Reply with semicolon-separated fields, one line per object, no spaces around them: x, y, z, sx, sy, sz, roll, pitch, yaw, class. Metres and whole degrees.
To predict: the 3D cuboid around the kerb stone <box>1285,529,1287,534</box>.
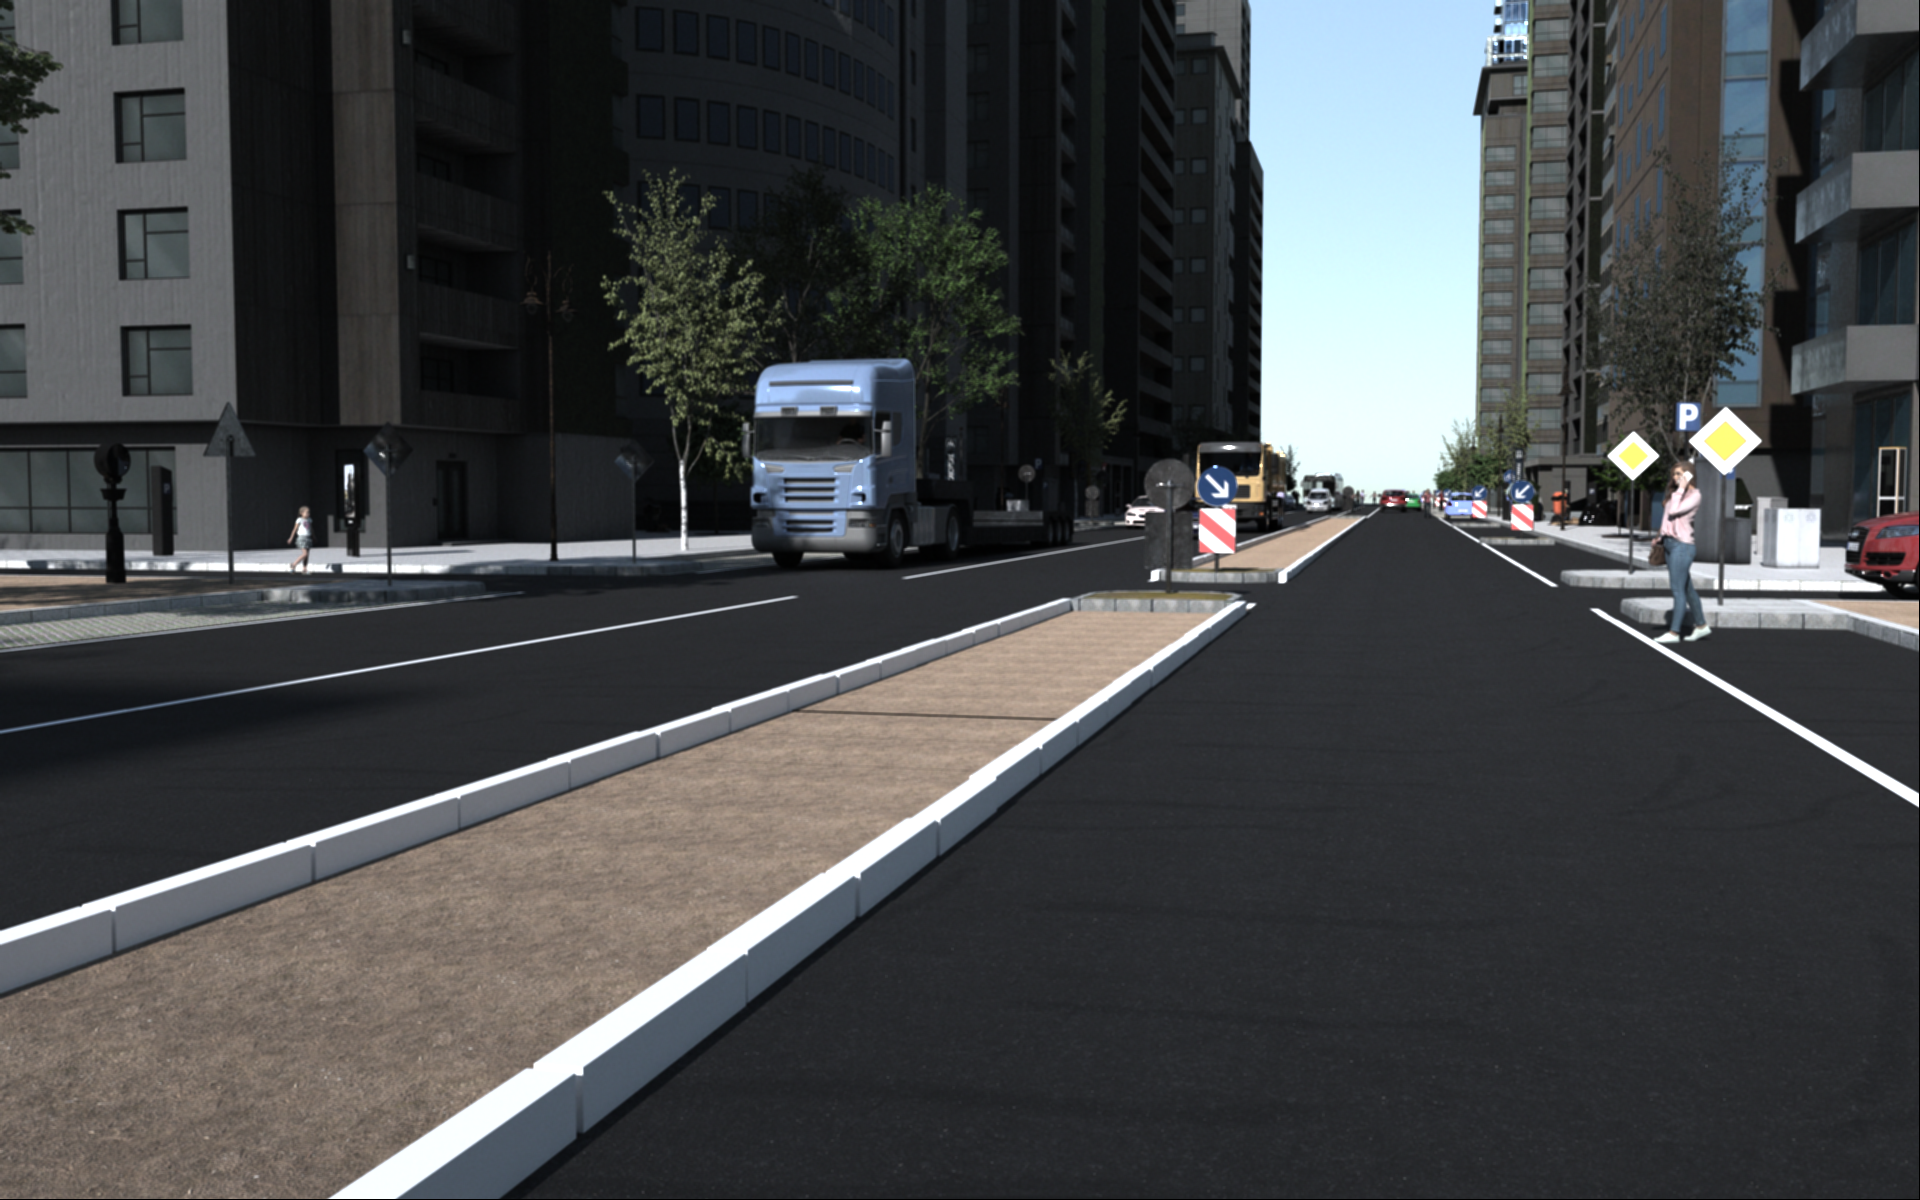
11.148;-2.317;60.077;0.120;0.150;1.000;1;4;14;kerb stone

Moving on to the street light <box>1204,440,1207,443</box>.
20.447;-10.496;144.403;0.468;5.910;1.993;1;4;14;street light

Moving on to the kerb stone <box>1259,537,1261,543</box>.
8.386;-1.649;49.161;0.120;0.150;1.000;1;4;14;kerb stone

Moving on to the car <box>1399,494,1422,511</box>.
37.597;-8.311;144.673;1.959;1.807;4.718;1;4;13;car

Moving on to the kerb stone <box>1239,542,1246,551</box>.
7.136;-1.345;44.190;0.120;0.150;1.000;1;4;14;kerb stone

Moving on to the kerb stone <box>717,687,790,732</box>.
-1.306;0.694;10.844;0.120;0.150;1.000;1;4;14;kerb stone

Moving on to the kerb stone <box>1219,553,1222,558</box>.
5.620;-0.980;38.225;0.120;0.150;1.000;1;4;14;kerb stone

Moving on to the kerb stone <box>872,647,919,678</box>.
-0.543;0.512;13.828;0.120;0.150;1.000;1;4;14;kerb stone

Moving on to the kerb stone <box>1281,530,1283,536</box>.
10.645;-2.196;58.092;0.120;0.150;1.000;1;4;14;kerb stone

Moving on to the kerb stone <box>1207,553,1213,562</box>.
5.130;-0.859;36.240;0.120;0.150;1.000;1;4;14;kerb stone

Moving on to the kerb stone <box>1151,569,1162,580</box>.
3.364;-0.432;29.282;0.120;0.150;1.000;1;4;14;kerb stone

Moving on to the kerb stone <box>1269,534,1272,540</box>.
9.392;-1.892;53.130;0.120;0.150;1.000;1;4;14;kerb stone

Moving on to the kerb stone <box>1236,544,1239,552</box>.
6.637;-1.223;42.194;0.120;0.150;1.000;1;4;14;kerb stone

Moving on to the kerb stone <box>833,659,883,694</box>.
-0.795;0.577;12.836;0.120;0.150;1.000;1;4;14;kerb stone

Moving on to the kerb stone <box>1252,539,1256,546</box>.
7.882;-1.525;47.168;0.120;0.150;1.000;1;4;14;kerb stone

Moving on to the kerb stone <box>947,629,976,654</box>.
-0.055;0.398;15.824;0.120;0.150;1.000;1;4;14;kerb stone

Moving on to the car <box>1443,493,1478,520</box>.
28.381;-5.416;98.145;1.945;1.707;3.694;1;4;13;car

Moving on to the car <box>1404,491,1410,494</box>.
51.836;-11.862;202.608;2.281;1.827;5.304;1;4;16;car

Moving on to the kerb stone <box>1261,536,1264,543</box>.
8.636;-1.710;50.152;0.120;0.150;1.000;1;4;14;kerb stone

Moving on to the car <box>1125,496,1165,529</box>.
8.032;-3.669;72.357;2.083;1.381;4.827;1;4;13;car

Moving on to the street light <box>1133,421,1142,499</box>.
10.893;-8.193;106.743;0.468;5.910;1.993;1;4;14;street light

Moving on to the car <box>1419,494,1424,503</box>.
65.528;-14.369;244.519;1.945;1.707;3.694;1;4;15;car

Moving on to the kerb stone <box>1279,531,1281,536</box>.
10.397;-2.133;57.100;0.120;0.150;1.000;1;4;14;kerb stone

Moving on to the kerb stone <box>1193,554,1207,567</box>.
4.864;-0.798;35.244;0.120;0.150;1.000;1;4;14;kerb stone

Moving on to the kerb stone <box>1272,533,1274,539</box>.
9.645;-1.953;54.124;0.120;0.150;1.000;1;4;14;kerb stone

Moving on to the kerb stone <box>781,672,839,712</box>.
-1.058;0.634;11.837;0.120;0.150;1.000;1;4;14;kerb stone

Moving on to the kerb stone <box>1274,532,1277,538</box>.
9.900;-2.013;55.114;0.120;0.150;1.000;1;4;14;kerb stone

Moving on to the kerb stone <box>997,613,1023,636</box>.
0.460;0.268;17.806;0.120;0.150;1.000;1;4;14;kerb stone

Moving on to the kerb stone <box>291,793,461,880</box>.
-2.308;0.937;6.875;0.120;0.150;1.000;1;4;14;kerb stone

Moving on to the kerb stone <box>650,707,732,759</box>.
-1.555;0.760;9.853;0.120;0.150;1.000;1;4;14;kerb stone

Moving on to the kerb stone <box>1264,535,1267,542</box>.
8.893;-1.771;51.147;0.120;0.150;1.000;1;4;14;kerb stone

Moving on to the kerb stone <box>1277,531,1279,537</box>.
10.148;-2.074;56.109;0.120;0.150;1.000;1;4;14;kerb stone

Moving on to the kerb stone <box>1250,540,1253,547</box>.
7.637;-1.464;46.175;0.120;0.150;1.000;1;4;14;kerb stone

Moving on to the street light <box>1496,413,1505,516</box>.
30.893;-7.727;99.127;0.468;5.910;1.993;1;4;14;street light

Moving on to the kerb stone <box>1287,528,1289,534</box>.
11.404;-2.377;61.066;0.120;0.150;1.000;1;4;14;kerb stone

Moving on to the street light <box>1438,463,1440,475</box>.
70.299;-17.226;254.433;0.468;5.910;1.993;1;4;14;street light

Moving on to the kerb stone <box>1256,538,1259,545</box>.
8.137;-1.585;48.165;0.120;0.150;1.000;1;4;14;kerb stone

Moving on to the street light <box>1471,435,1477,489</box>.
40.142;-9.953;135.518;0.468;5.910;1.993;1;4;14;street light

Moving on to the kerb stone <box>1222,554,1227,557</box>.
5.877;-1.038;39.220;0.120;0.150;1.000;1;4;14;kerb stone

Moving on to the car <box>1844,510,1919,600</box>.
14.332;-0.832;22.271;5.304;1.827;2.281;1;4;13;car

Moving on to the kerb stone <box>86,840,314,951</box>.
-2.560;0.998;5.882;0.120;0.150;1.000;1;4;14;kerb stone

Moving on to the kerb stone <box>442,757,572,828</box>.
-2.063;0.878;7.868;0.120;0.150;1.000;1;4;14;kerb stone

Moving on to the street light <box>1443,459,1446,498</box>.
60.783;-14.956;217.317;0.468;5.910;1.993;1;4;14;street light

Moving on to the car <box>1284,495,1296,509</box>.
30.715;-9.248;163.564;2.083;1.381;4.827;1;4;13;car

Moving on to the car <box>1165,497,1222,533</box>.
7.601;-2.633;55.636;1.945;1.354;3.894;1;4;13;car

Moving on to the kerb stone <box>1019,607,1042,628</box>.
0.707;0.208;18.798;0.120;0.150;1.000;1;4;14;kerb stone

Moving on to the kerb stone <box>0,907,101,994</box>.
-2.805;1.058;4.890;0.120;0.150;1.000;1;4;14;kerb stone

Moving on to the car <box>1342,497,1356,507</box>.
42.745;-11.088;191.083;2.009;1.686;4.222;1;4;16;car

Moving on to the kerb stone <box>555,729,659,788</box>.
-1.817;0.816;8.860;0.120;0.150;1.000;1;4;14;kerb stone

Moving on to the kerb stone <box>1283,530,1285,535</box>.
10.894;-2.256;59.083;0.120;0.150;1.000;1;4;14;kerb stone

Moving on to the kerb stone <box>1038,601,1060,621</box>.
0.956;0.149;19.802;0.120;0.150;1.000;1;4;14;kerb stone

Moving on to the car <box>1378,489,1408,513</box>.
33.993;-7.783;135.924;2.281;1.827;5.304;1;4;13;car

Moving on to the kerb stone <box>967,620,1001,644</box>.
0.201;0.329;16.817;0.120;0.150;1.000;1;4;14;kerb stone

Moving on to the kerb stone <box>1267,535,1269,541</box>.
9.142;-1.831;52.139;0.120;0.150;1.000;1;4;14;kerb stone

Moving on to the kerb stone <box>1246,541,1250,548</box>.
7.388;-1.406;45.184;0.120;0.150;1.000;1;4;14;kerb stone

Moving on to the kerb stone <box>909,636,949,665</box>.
-0.304;0.450;14.832;0.120;0.150;1.000;1;4;14;kerb stone

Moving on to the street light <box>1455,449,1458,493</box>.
49.603;-12.259;173.219;0.468;5.910;1.993;1;4;14;street light

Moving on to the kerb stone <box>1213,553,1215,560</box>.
5.372;-0.917;37.233;0.120;0.150;1.000;1;4;14;kerb stone

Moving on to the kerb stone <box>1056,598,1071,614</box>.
1.204;0.086;20.794;0.120;0.150;1.000;1;4;14;kerb stone
